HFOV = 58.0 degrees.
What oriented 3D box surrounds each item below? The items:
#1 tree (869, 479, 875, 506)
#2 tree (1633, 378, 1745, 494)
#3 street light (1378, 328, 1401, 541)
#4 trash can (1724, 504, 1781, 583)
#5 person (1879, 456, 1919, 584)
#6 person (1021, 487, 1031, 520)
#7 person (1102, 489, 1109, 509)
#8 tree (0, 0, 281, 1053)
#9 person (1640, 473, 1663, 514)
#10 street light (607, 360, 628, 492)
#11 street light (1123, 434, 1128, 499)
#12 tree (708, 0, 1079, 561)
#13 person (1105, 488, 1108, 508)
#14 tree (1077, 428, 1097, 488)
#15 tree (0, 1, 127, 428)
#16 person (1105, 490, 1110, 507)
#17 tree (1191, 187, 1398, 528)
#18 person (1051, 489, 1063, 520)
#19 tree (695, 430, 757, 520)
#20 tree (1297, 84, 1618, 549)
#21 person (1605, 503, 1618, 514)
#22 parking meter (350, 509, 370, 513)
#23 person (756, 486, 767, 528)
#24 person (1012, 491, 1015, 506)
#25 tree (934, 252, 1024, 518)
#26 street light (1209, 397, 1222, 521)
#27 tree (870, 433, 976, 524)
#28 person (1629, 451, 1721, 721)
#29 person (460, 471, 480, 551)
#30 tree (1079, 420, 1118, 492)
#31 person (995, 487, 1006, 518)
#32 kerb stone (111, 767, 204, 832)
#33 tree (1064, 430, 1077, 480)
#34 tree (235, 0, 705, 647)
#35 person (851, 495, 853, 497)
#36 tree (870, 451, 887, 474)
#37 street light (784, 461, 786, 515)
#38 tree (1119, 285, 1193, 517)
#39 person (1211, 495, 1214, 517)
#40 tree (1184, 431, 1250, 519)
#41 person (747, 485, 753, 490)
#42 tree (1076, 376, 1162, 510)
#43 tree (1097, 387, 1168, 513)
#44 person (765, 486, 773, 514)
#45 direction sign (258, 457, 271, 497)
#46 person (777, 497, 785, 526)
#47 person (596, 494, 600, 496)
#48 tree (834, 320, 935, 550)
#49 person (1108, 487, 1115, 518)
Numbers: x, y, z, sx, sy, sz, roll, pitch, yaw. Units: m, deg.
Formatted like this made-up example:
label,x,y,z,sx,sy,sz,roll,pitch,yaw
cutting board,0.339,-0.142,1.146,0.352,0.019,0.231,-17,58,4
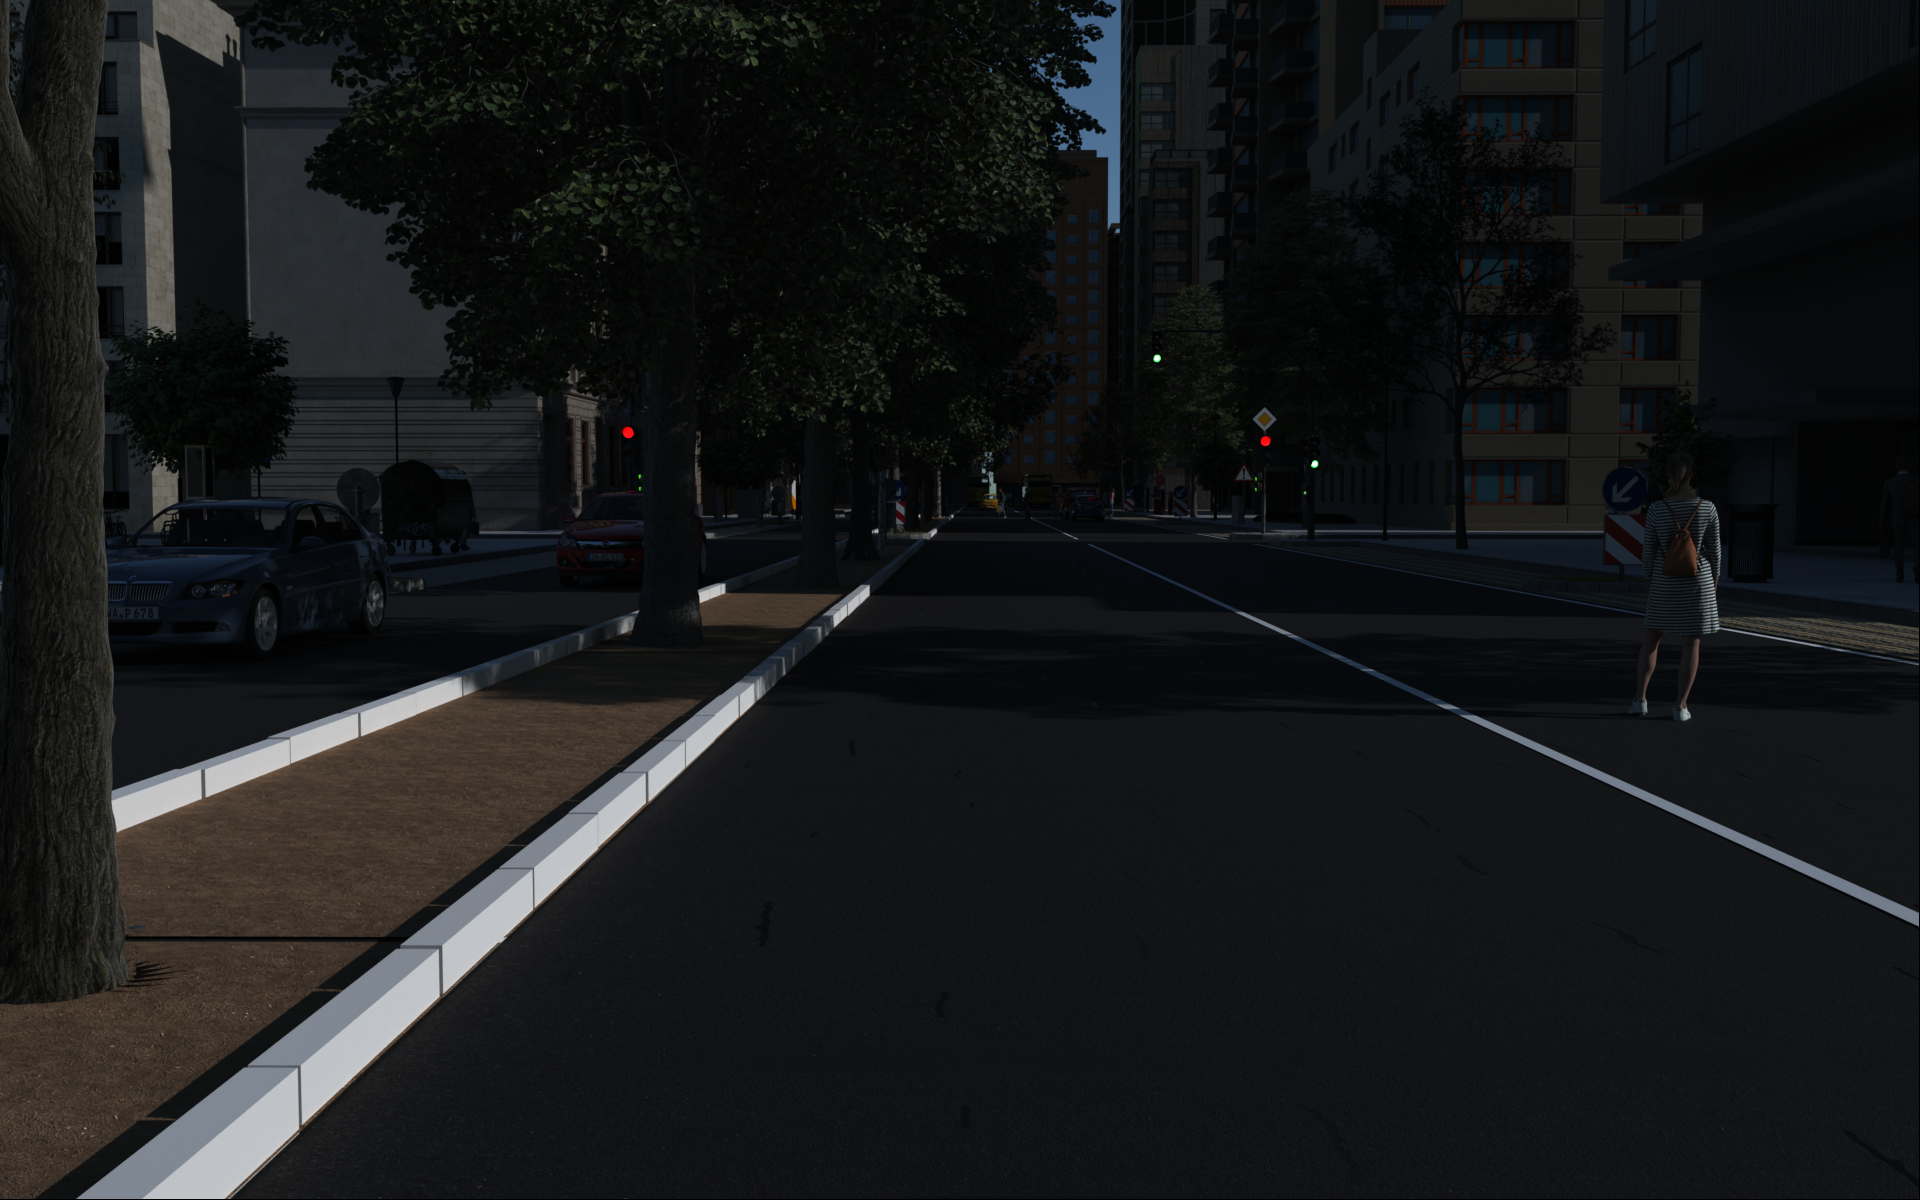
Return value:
label,x,y,z,sx,sy,sz,roll,pitch,yaw
tree,-9.839,-11.749,186.704,1.663,3.219,1.824,0,3,0
tree,12.078,-2.102,28.966,1.663,3.219,1.824,0,3,0
street light,11.721,-4.576,47.607,0.468,5.910,1.993,0,4,1
trash can,11.491,-0.826,25.159,0.748,1.137,0.748,0,3,0
person,13.622,-1.161,24.984,0.622,1.834,0.822,2,4,24
person,3.682,-5.405,97.042,0.590,1.801,0.661,0,4,-6
person,10.696,-7.248,127.096,0.778,1.811,0.616,-2,4,-25
tree,-2.517,-4.668,4.538,9.928,11.665,9.643,0,3,0
person,12.825,-1.572,32.171,0.534,1.772,0.576,-1,4,-22
street light,-11.109,-5.115,56.419,0.468,5.910,1.993,0,4,1
street light,12.597,-9.661,130.747,0.468,5.910,1.993,0,4,1
tree,-2.144,-7.199,37.165,9.611,12.733,9.660,0,3,0
person,13.644,-9.518,161.684,0.705,1.821,1.348,0,4,-3
tree,12.812,-12.203,149.877,4.360,8.622,3.978,0,3,0
tree,-11.808,-4.281,20.357,4.360,8.622,3.978,0,3,0
person,13.876,-9.553,163.705,0.593,1.643,0.415,0,4,-1
tree,12.695,-8.978,64.910,7.486,12.596,7.792,0,3,0
person,5.270,-5.211,94.532,0.643,1.720,0.563,1,4,16
tree,-11.415,-6.182,84.794,4.285,4.588,4.351,0,3,0
tree,11.398,-6.471,40.212,7.601,10.594,8.767,0,4,2
person,11.797,-1.234,31.239,0.382,1.210,0.505,2,4,32
parking meter,-11.778,-1.566,34.015,0.372,1.533,0.369,0,3,0
person,-8.352,-3.925,73.020,0.374,1.781,0.599,3,5,41
person,6.225,-11.787,201.156,0.705,1.831,1.348,-1,4,-9
tree,-2.554,-15.025,104.007,12.611,20.169,13.585,0,3,0
street light,12.162,-6.710,82.489,0.468,5.910,1.993,0,4,1
tree,-1.788,-9.947,83.225,7.486,12.596,7.792,0,3,0
person,4.560,-0.092,11.003,0.512,1.701,0.522,1,4,15
person,-11.240,-2.027,39.291,0.694,1.812,0.767,1,4,16
tree,13.477,-13.486,170.851,4.737,8.622,4.395,0,3,0
person,2.380,-5.681,101.375,0.713,1.824,0.794,0,4,-5
kerb stone,-3.604,0.894,7.581,0.120,0.150,1.000,0,4,1
tree,13.657,-14.759,191.679,4.360,8.622,3.978,0,3,0
tree,-2.781,-6.544,16.106,9.857,13.997,8.962,0,3,0
person,-12.063,-11.776,199.302,1.217,1.735,0.721,3,5,39
tree,-9.786,-14.281,167.900,7.601,10.594,8.767,0,4,6
street light,-10.673,-8.107,105.330,0.468,5.910,1.993,0,4,1
tree,12.429,-10.787,94.502,7.486,12.596,7.792,0,3,0
person,14.402,-5.338,98.000,0.332,1.250,0.352,-1,4,-23
tree,12.958,-6.385,88.103,4.285,4.588,4.351,0,3,0
person,-11.395,-5.375,94.510,0.593,1.750,0.643,0,4,5
tree,12.585,-12.382,136.865,7.601,10.594,8.767,1,4,10
tree,12.296,-10.155,116.388,4.360,8.622,3.978,0,3,0
person,-12.363,-6.439,111.675,0.694,1.780,0.624,-2,4,-32
direction sign,-19.798,-3.481,48.903,0.876,3.537,0.379,2,4,24
person,-7.918,-3.904,76.578,0.306,1.304,0.590,3,4,36
person,-13.128,-3.223,63.014,0.475,1.303,0.640,-1,4,-14
tree,-2.044,-5.607,44.494,4.360,8.622,3.978,0,3,0
person,8.982,-5.763,102.736,0.388,1.821,0.555,0,4,2
